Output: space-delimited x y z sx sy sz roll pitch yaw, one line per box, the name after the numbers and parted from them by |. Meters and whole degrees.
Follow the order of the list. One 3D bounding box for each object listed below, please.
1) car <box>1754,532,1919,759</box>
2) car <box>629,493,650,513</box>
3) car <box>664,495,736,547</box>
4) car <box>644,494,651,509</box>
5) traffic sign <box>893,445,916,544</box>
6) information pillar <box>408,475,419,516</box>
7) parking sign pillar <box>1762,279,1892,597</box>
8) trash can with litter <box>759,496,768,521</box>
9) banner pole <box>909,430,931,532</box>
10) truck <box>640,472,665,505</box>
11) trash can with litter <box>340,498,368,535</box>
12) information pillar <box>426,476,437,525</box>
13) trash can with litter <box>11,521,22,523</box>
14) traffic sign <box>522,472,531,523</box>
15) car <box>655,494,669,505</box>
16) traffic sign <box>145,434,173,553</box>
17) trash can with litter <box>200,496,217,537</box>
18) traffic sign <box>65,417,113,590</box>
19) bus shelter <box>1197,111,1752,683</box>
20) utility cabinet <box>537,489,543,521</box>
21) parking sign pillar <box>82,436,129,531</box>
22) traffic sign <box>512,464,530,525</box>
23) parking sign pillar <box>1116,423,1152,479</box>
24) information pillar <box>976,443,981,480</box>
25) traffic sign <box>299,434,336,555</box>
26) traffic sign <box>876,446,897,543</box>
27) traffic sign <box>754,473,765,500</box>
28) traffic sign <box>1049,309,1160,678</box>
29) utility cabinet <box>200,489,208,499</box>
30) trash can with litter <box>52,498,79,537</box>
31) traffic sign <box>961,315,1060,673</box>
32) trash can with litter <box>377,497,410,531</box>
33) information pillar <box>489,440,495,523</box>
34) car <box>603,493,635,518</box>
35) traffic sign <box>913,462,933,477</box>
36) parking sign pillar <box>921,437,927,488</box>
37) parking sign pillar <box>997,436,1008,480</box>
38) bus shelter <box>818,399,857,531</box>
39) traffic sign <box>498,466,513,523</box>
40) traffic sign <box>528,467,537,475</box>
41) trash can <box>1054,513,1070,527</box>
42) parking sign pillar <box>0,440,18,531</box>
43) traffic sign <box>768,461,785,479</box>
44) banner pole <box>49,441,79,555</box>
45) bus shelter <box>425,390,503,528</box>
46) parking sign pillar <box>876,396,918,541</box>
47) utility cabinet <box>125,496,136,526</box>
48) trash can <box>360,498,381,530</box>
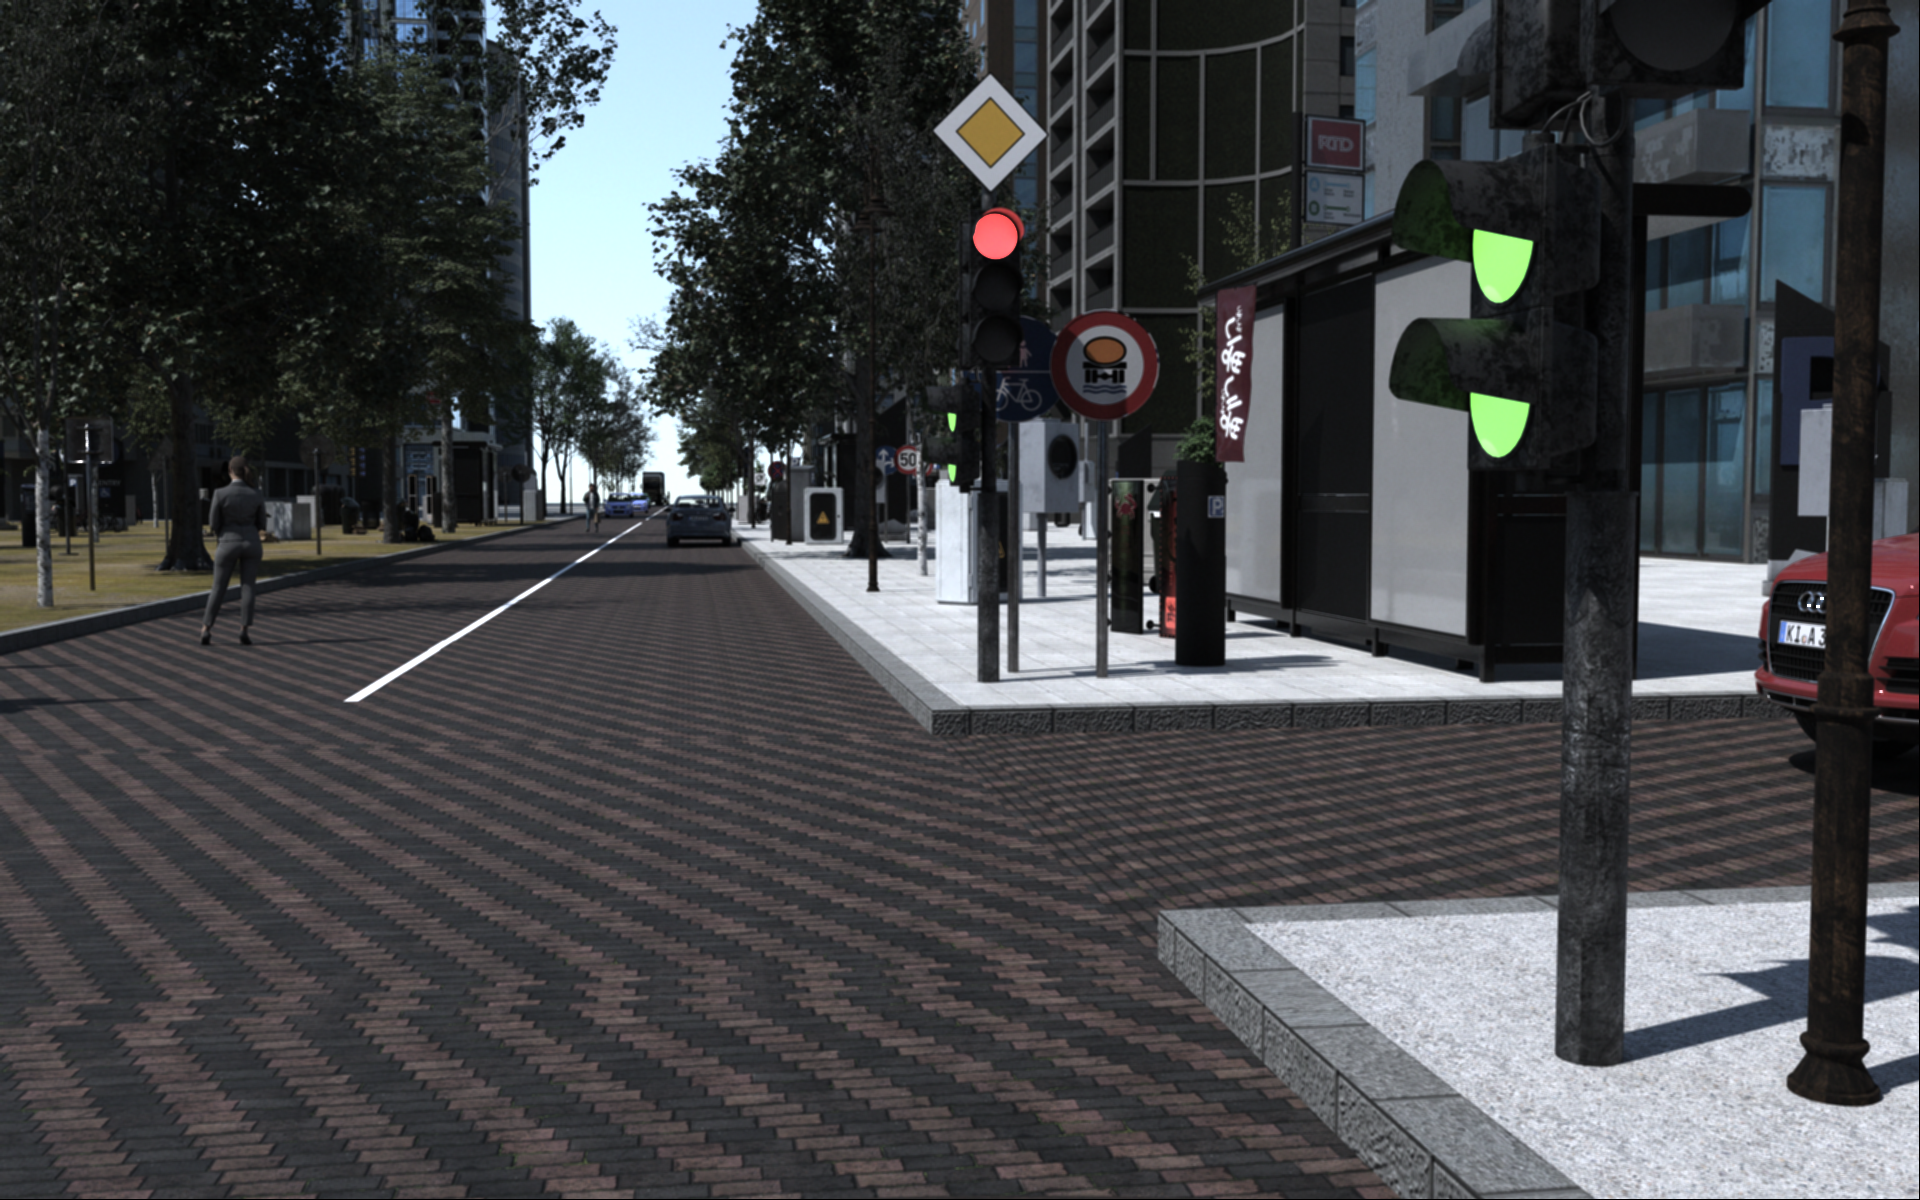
6.736 -0.014 8.908 5.304 1.827 2.281 -1 4 -10 | car
-24.276 -7.368 130.064 1.945 1.707 3.694 -1 4 -10 | car
-7.304 -2.240 48.624 2.014 1.417 4.499 0 4 -7 | car
-31.314 -9.867 170.126 1.959 1.807 4.718 -1 4 -11 | car
-1.334 -2.734 44.799 0.768 2.556 0.104 0 4 -2 | traffic sign
-21.139 -3.823 66.993 0.304 2.012 0.304 0 4 -5 | information pillar
10.810 -2.021 21.518 1.447 3.967 1.447 1 4 20 | parking sign pillar
-9.618 -4.314 81.915 1.055 1.170 0.624 0 4 -8 | trash can with litter
-1.393 -4.228 59.137 0.863 3.779 0.401 2 4 30 | banner pole
-39.196 -14.220 221.411 2.839 4.237 11.283 0 4 -8 | truck
-19.182 -2.665 54.966 1.055 1.170 0.624 3 4 36 | trash can with litter
-21.931 -4.124 71.911 0.304 2.012 0.304 2 4 26 | information pillar
-40.860 -3.992 76.330 1.678 1.210 2.233 -1 4 -19 | trash can with litter
-19.443 -4.697 76.909 0.768 2.556 0.104 0 4 0 | traffic sign
-40.022 -13.586 232.353 2.015 1.641 3.980 0 4 -7 | car
-17.141 -2.287 37.391 0.884 2.594 0.081 0 4 0 | traffic sign
-22.820 -2.485 51.689 1.678 1.210 2.233 1 4 10 | trash can with litter
-11.537 -1.275 22.975 0.606 2.300 0.079 0 4 -1 | traffic sign
3.682 -2.343 15.936 2.179 5.291 8.768 -1 4 -9 | bus shelter
-20.398 -4.553 83.127 0.318 1.500 1.173 -3 4 -36 | utility cabinet
-29.761 -4.387 60.205 1.447 3.967 1.447 -2 4 -28 | parking sign pillar
-18.450 -4.444 72.770 0.768 2.556 0.104 0 4 1 | traffic sign
6.565 -4.712 65.518 1.447 3.967 1.447 -1 4 -11 | parking sign pillar
0.449 -3.149 42.840 0.504 3.616 0.183 2 4 31 | information pillar
-13.519 -2.223 36.454 0.768 2.556 0.104 0 4 0 | traffic sign
-1.947 -2.777 45.513 0.768 2.556 0.104 -1 4 -9 | traffic sign
-9.730 -5.016 84.145 0.606 2.300 0.079 0 4 1 | traffic sign
0.993 -0.730 12.037 0.768 2.556 0.104 0 4 -5 | traffic sign
-33.353 -4.084 75.459 1.173 1.500 0.318 1 4 12 | utility cabinet
-26.840 -2.484 51.995 0.624 1.170 1.055 -1 4 -19 | trash can with litter
0.384 -0.752 12.402 0.768 2.556 0.104 0 4 -3 | traffic sign
-19.608 -2.965 59.869 0.624 1.170 1.055 2 4 27 | trash can with litter
-20.567 -5.172 75.915 0.183 3.616 0.504 -2 4 -29 | information pillar
-20.911 -5.917 106.327 1.945 1.707 3.694 -1 4 -10 | car
-1.216 -3.294 53.970 0.768 2.556 0.104 0 4 -3 | traffic sign
-2.160 -5.519 78.700 1.447 3.967 1.447 1 4 21 | parking sign pillar
1.776 -4.711 65.497 1.447 3.967 1.447 2 4 34 | parking sign pillar
-4.038 -5.274 63.858 2.179 5.291 8.768 -1 4 -9 | bus shelter
-20.360 -4.740 77.604 0.768 2.556 0.104 0 4 -1 | traffic sign
-20.497 -5.031 82.355 0.768 2.556 0.104 0 4 -8 | traffic sign
4.018 -3.449 68.038 0.748 1.137 0.748 0 3 0 | trash can
-34.091 -4.440 61.066 1.447 3.967 1.447 -3 5 -41 | parking sign pillar
-7.010 -4.072 66.683 0.768 2.556 0.104 0 4 -6 | traffic sign
-18.870 -2.825 36.208 0.401 3.779 0.863 1 4 15 | banner pole
-19.992 -5.639 69.824 2.179 5.291 8.768 -1 4 -9 | bus shelter
-2.147 -3.613 47.546 1.447 3.967 1.447 -2 4 -24 | parking sign pillar
-33.975 -3.609 70.167 0.306 1.237 1.020 3 5 44 | utility cabinet
-21.324 -3.122 62.695 0.748 1.137 0.748 0 3 0 | trash can
